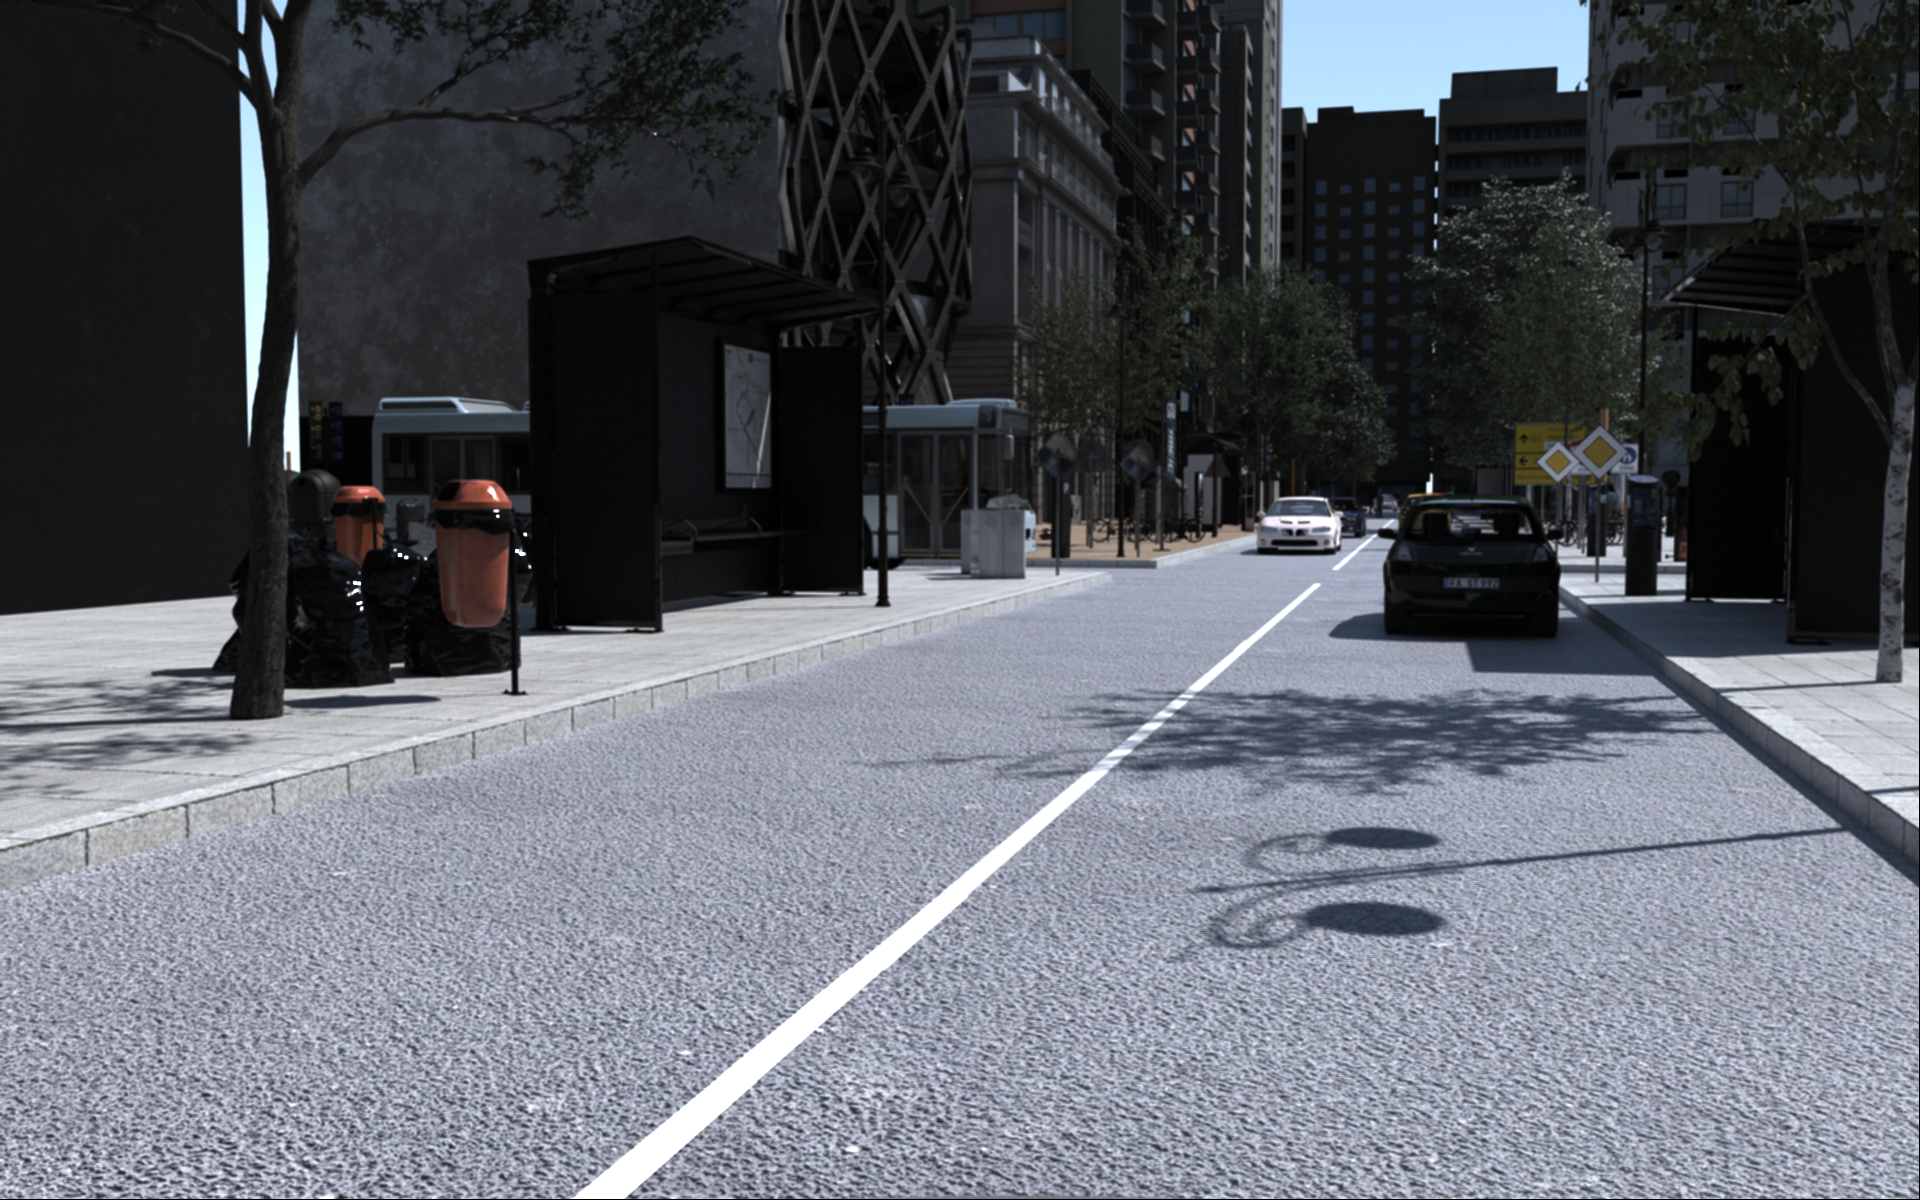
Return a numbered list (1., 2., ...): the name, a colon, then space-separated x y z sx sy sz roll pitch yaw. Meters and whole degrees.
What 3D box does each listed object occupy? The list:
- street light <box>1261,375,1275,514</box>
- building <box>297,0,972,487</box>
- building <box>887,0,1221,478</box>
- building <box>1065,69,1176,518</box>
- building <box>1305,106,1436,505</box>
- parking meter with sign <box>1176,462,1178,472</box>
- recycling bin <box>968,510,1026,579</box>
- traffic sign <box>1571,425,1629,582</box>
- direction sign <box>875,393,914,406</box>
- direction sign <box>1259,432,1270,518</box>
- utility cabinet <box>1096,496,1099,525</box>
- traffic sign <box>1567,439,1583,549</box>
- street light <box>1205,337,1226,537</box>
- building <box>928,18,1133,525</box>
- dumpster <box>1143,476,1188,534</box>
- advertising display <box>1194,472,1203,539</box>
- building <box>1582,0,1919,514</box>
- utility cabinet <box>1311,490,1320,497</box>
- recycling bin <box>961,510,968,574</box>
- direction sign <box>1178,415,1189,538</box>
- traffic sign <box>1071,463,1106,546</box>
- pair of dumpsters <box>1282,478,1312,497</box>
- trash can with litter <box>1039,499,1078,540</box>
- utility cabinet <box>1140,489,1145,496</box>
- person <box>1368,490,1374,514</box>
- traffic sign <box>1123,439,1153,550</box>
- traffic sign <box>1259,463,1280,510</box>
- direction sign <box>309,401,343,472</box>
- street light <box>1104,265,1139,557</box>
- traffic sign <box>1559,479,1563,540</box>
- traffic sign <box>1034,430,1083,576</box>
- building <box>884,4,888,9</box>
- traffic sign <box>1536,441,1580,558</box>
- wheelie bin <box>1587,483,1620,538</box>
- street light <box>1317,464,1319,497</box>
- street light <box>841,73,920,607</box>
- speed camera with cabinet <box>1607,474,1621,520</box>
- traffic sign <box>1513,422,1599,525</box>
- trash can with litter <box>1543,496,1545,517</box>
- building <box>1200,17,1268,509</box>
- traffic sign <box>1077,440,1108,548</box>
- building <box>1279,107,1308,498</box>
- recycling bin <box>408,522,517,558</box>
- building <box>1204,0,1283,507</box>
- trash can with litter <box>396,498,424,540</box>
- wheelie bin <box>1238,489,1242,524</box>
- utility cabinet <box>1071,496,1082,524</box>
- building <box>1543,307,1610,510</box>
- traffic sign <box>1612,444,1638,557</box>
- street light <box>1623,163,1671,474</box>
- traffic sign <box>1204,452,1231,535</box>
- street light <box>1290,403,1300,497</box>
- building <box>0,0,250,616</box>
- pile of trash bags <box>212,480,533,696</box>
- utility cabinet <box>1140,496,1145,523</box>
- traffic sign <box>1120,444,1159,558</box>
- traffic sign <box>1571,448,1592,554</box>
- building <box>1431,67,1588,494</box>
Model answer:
1. street light: 11.935 -5.778 67.255 0.468 5.910 1.993 1 4 15
2. building: -8.360 -11.423 54.219 16.820 18.784 16.811 1 4 15
3. building: 6.943 -28.839 126.136 22.147 44.769 28.867 1 4 15
4. building: 5.133 -16.499 99.442 12.332 23.373 15.834 1 4 15
5. building: 47.968 -33.792 202.617 14.200 45.320 14.600 1 4 15
6. parking meter with sign: 12.243 -5.976 93.969 0.543 3.016 1.738 2 4 25
7. recycling bin: 0.580 -0.851 26.474 0.722 1.027 0.722 -1 4 -11
8. traffic sign: 9.256 -1.313 25.118 0.795 2.450 0.064 1 4 15
9. direction sign: -1.474 -2.885 39.162 0.876 3.537 0.379 -1 4 -15
10. direction sign: 11.193 -4.386 63.700 0.379 3.537 0.876 2 4 33
11. utility cabinet: 5.620 -3.722 72.013 0.306 1.237 1.020 0 4 4
12. traffic sign: 14.486 -2.467 40.440 0.768 2.556 0.104 1 4 17
13. street light: 7.542 -4.798 51.234 0.468 5.910 1.993 1 4 15
14. building: -0.582 -14.575 80.097 13.314 21.916 24.055 1 4 15
15. dumpster: 6.648 -3.080 56.122 1.264 1.857 1.865 1 4 15
16. advertising display: 6.931 -2.755 50.263 0.123 1.923 0.974 1 4 15
17. building: 59.862 -32.660 123.225 28.713 52.752 27.495 1 4 15
18. utility cabinet: 21.859 -6.031 107.285 0.318 1.500 1.173 3 5 41
19. recycling bin: 0.499 -0.934 27.820 0.722 1.027 0.722 3 4 38
20. direction sign: 6.451 -3.559 50.193 0.379 3.537 0.876 -1 4 -10
21. traffic sign: 3.127 -2.589 42.338 0.884 2.594 0.081 2 4 24
22. pair of dumpsters: 19.657 -6.034 101.153 1.574 2.255 4.437 1 4 15
23. trash can with litter: 2.761 -2.293 48.879 1.055 1.170 0.624 -3 5 -42
24. utility cabinet: 8.418 -4.221 77.691 0.318 1.500 1.173 3 5 44
25. person: 29.050 -6.898 122.113 0.721 1.723 1.217 1 4 18
26. traffic sign: 4.079 -2.440 39.994 0.768 2.556 0.104 2 4 25
27. traffic sign: 12.608 -4.320 70.629 0.884 2.594 0.081 2 4 23
28. direction sign: -15.509 -3.085 42.431 0.379 3.537 0.876 3 4 39
29. street light: 3.283 -3.816 35.176 0.468 5.910 1.993 1 4 15
30. traffic sign: 16.884 -2.970 48.662 0.768 2.556 0.104 2 4 24
31. traffic sign: 1.538 -1.441 27.196 0.795 2.450 0.064 1 4 15
32. building: -8.756 -55.508 220.229 31.000 86.520 22.319 1 4 15
33. traffic sign: 11.320 -1.785 32.832 0.795 2.450 0.064 1 4 15
34. wheelie bin: 18.951 -2.640 51.065 0.980 1.594 0.693 3 5 44
35. street light: 20.659 -7.781 100.007 0.468 5.910 1.993 1 4 15
36. street light: -0.879 -2.863 19.604 0.468 5.910 1.993 1 4 15
37. speed camera with cabinet: 30.910 -5.281 80.684 2.038 3.252 0.660 -3 4 -38
38. traffic sign: 16.873 -3.379 49.117 2.265 3.308 0.079 1 4 23
39. trash can with litter: 30.152 -4.790 89.704 0.624 1.170 1.055 1 4 21
40. building: 18.159 -28.306 146.401 14.154 41.232 14.086 1 4 15
41. traffic sign: 3.100 -2.494 40.887 0.768 2.556 0.104 1 4 21
42. building: 31.401 -35.870 210.168 21.600 48.544 21.300 1 4 15
43. recycling bin: -4.416 -0.176 15.427 0.722 1.027 0.722 1 4 11
44. building: 19.823 -44.547 166.599 20.611 71.187 20.563 1 4 15
45. trash can with litter: -8.902 -1.115 29.290 1.678 1.210 2.233 2 4 33
46. wheelie bin: 11.694 -4.014 73.538 0.693 1.594 0.980 3 5 40
47. utility cabinet: 4.739 -3.796 73.227 0.306 1.237 1.020 3 4 38
48. building: 66.367 -18.748 151.575 27.650 21.520 28.899 1 4 15
49. traffic sign: 13.466 -2.012 35.033 0.606 2.300 0.079 1 4 15
50. street light: 9.699 -3.168 24.589 0.468 5.910 1.993 1 4 15
51. traffic sign: 7.973 -3.286 53.723 0.884 2.594 0.081 2 4 25
52. street light: 16.271 -6.801 83.985 0.468 5.910 1.993 1 4 15
53. building: -18.295 -11.493 17.594 15.834 23.373 12.332 1 4 15
54. pile of trash bags: -3.886 -0.141 12.064 1.912 1.369 3.447 -3 4 -37
55. utility cabinet: 8.376 -3.979 76.210 1.020 1.237 0.306 -1 4 -21
56. traffic sign: 3.601 -1.912 34.911 0.795 2.450 0.064 1 4 15
57. traffic sign: 13.416 -2.146 37.220 0.606 2.300 0.079 1 4 22
58. building: 66.022 -35.294 200.751 21.600 48.544 21.300 1 4 15
